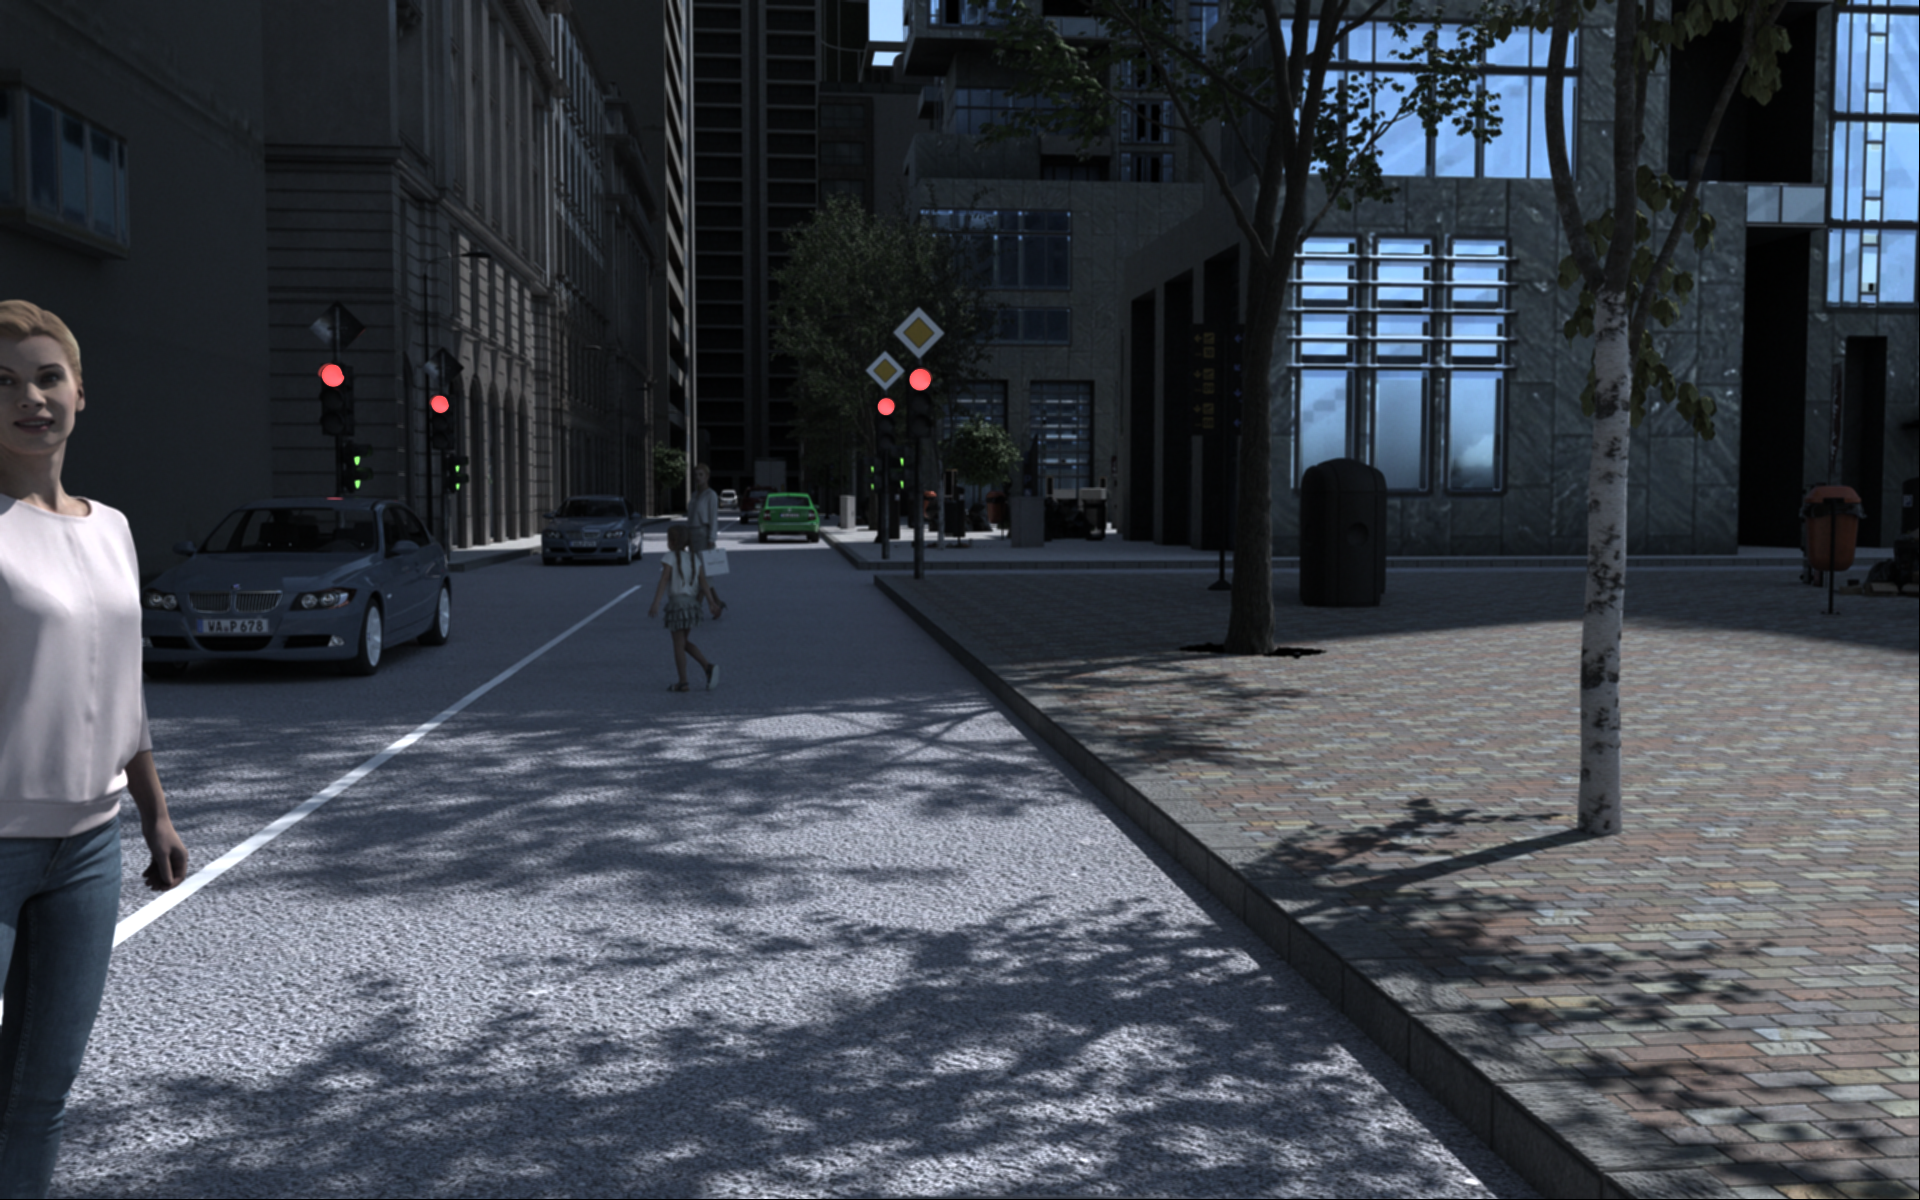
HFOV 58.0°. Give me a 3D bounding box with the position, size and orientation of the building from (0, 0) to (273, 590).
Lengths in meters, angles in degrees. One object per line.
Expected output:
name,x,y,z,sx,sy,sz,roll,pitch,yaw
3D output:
building,-19.216,-23.741,11.864,21.600,48.544,21.300,0,4,-6

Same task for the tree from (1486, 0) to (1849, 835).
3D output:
tree,2.676,-3.423,6.326,4.737,8.622,4.395,0,3,0

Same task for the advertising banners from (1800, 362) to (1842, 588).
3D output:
advertising banners,11.923,-1.700,23.983,0.090,3.025,2.074,1,4,16

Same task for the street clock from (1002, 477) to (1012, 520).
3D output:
street clock,2.017,-4.255,74.136,0.358,2.002,0.471,3,4,36

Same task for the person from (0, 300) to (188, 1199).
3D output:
person,-1.677,0.392,2.759,0.598,1.740,0.731,1,4,9

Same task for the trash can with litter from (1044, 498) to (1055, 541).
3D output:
trash can with litter,2.088,-2.178,47.000,0.624,1.170,1.055,-3,5,-40

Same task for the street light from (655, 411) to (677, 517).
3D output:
street light,-16.483,-7.600,96.807,1.470,5.913,1.316,0,4,-6

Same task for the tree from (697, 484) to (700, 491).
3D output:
tree,-24.585,-10.139,160.381,1.663,3.219,1.824,0,3,0

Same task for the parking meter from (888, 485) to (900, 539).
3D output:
parking meter,-1.892,-2.488,49.084,0.372,1.533,0.369,0,3,0

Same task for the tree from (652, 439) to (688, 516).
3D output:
tree,-17.948,-7.360,104.054,4.285,4.588,4.351,0,3,0

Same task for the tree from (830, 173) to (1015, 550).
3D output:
tree,-0.589,-5.443,39.363,4.360,8.622,3.978,0,3,0

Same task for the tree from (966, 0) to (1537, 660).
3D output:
tree,2.505,-5.372,13.580,9.928,11.665,9.643,0,3,0

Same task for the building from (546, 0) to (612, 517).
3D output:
building,-18.859,-13.224,65.362,9.793,20.994,18.267,0,4,-6

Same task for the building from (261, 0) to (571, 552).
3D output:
building,-17.822,-12.335,43.485,13.314,21.916,24.055,0,4,-6

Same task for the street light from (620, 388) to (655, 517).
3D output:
street light,-14.241,-6.305,75.629,1.470,5.913,1.316,0,4,-6

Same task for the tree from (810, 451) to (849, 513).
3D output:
tree,-8.543,-8.117,116.423,4.285,4.588,4.351,0,3,0

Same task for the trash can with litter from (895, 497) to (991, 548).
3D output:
trash can with litter,-0.512,-1.869,41.617,2.233,1.210,1.678,2,4,32

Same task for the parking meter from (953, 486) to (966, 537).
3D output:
parking meter,-0.030,-2.635,51.494,0.372,1.533,0.369,0,3,0

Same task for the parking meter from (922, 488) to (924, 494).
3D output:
parking meter,-1.649,-3.795,70.466,0.372,1.533,0.369,0,3,0

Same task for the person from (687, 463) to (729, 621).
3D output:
person,-2.857,-0.654,19.554,0.624,1.780,0.694,-2,4,-32

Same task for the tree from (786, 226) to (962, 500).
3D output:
tree,-3.670,-9.529,73.931,7.486,12.596,7.792,0,3,0

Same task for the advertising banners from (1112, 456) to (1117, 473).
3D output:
advertising banners,7.392,-5.043,78.648,0.090,3.025,2.074,-2,4,-25

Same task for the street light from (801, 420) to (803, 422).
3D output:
street light,-7.286,-7.037,87.596,1.470,5.913,1.316,0,4,-6

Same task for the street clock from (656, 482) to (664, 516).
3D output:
street clock,-17.495,-5.888,100.843,0.471,2.002,0.358,0,4,4

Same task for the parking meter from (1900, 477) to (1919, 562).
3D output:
parking meter,13.403,-0.970,24.279,0.372,1.533,0.369,0,3,0

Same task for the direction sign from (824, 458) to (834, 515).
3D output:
direction sign,-8.191,-7.103,108.134,0.876,3.537,0.379,3,5,41

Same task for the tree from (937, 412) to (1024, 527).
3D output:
tree,0.826,-5.134,67.662,4.285,4.588,4.351,0,3,0

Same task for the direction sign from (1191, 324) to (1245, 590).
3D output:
direction sign,3.514,-1.904,23.129,0.876,3.537,0.379,0,4,-4

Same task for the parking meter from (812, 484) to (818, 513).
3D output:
parking meter,-8.164,-5.619,97.586,0.255,1.863,0.399,-2,4,-34

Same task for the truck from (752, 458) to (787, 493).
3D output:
truck,-15.253,-9.183,139.059,2.839,4.237,11.283,0,4,-7

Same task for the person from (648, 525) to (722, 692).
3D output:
person,-1.995,0.064,12.470,0.382,1.210,0.505,3,4,37

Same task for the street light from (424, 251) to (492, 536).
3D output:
street light,-9.665,-3.713,33.255,1.470,5.913,1.316,0,4,-6

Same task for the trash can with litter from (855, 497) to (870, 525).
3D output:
trash can with litter,-3.950,-3.717,72.159,0.624,1.170,1.055,2,4,26

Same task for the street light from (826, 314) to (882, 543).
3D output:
street light,-2.634,-4.428,44.939,1.470,5.913,1.316,0,4,-6

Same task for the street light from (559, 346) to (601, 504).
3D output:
street light,-11.990,-5.013,54.509,1.470,5.913,1.316,0,4,-6

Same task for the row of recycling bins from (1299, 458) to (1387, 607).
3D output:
row of recycling bins,4.699,-0.863,21.216,1.069,1.692,3.534,1,4,15

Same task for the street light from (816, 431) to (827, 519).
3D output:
street light,-5.112,-5.745,66.467,1.470,5.913,1.316,0,4,-6
